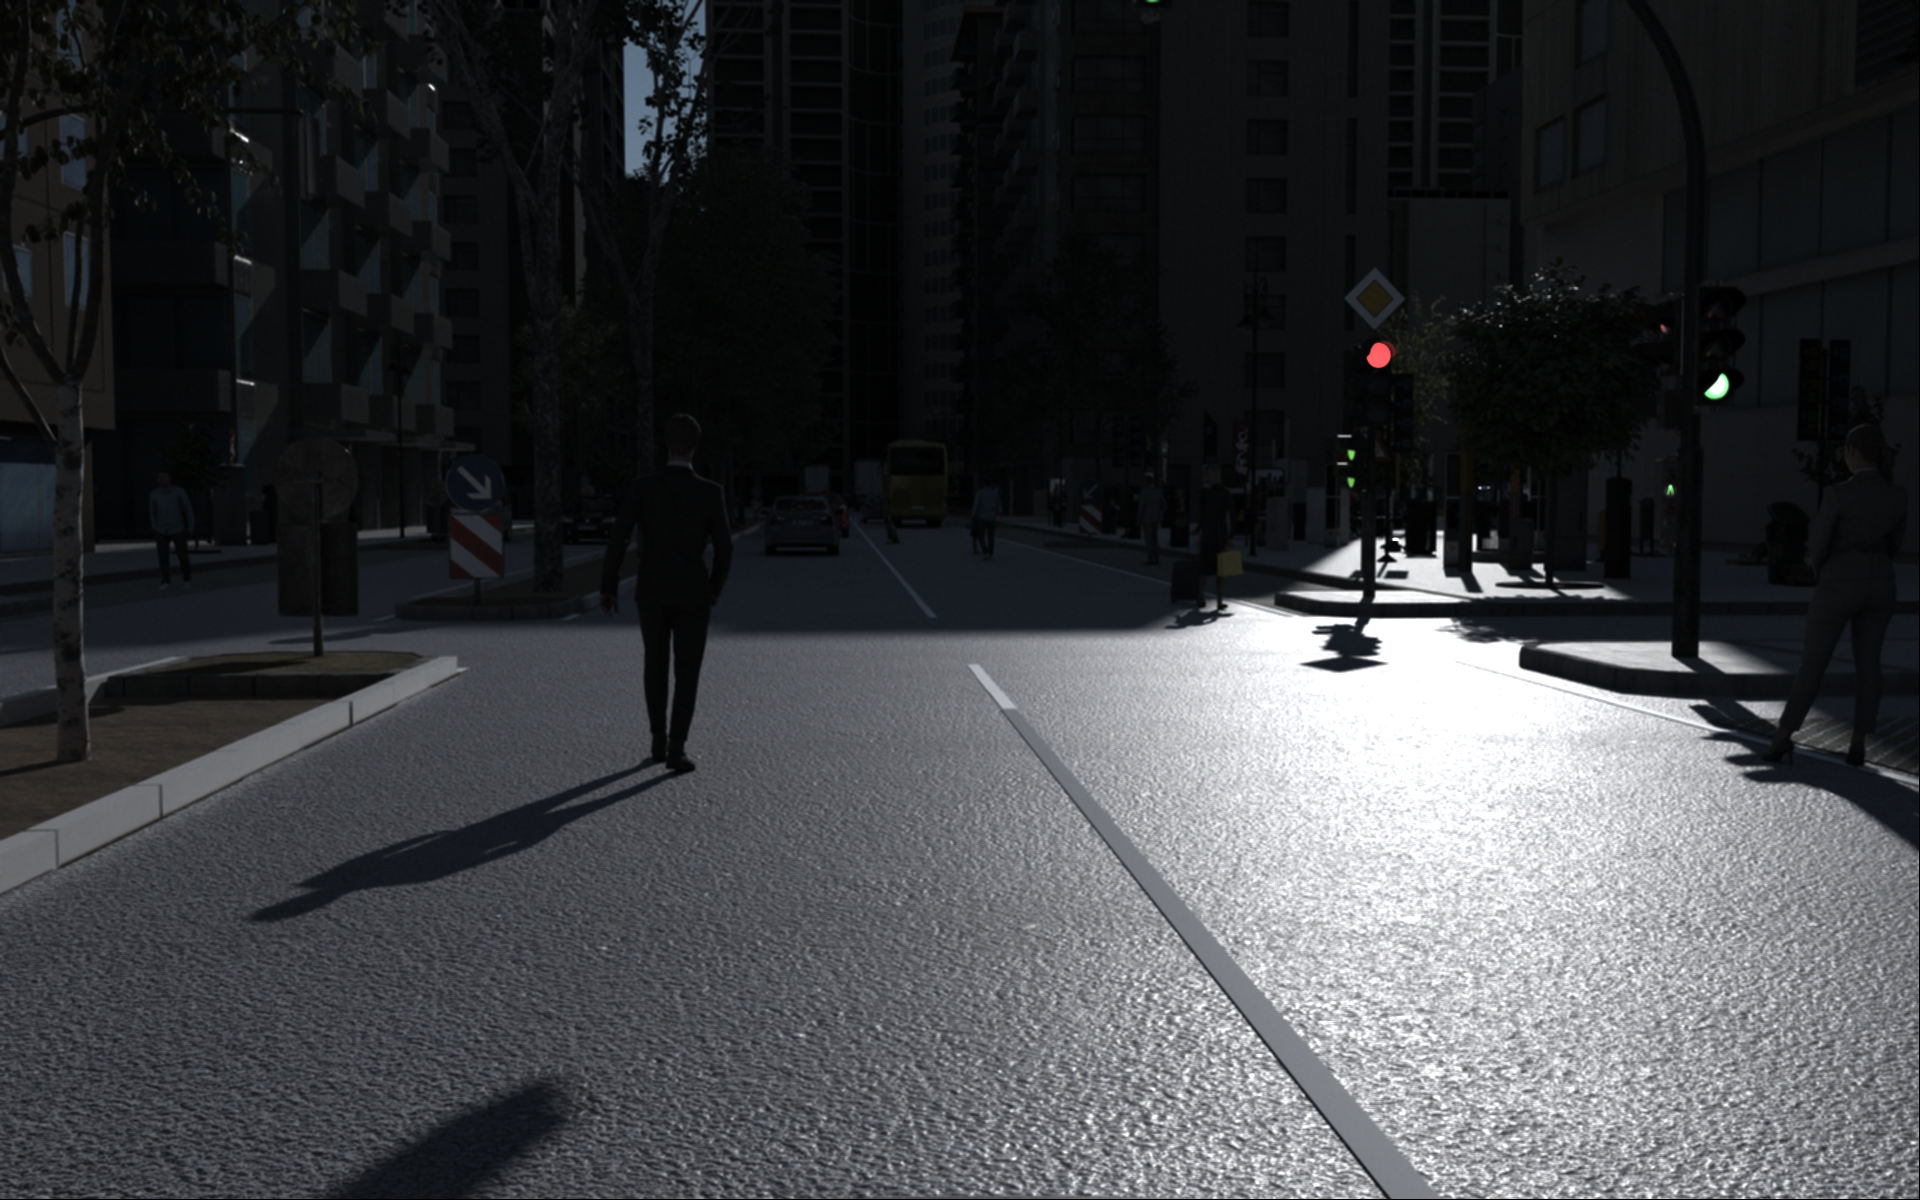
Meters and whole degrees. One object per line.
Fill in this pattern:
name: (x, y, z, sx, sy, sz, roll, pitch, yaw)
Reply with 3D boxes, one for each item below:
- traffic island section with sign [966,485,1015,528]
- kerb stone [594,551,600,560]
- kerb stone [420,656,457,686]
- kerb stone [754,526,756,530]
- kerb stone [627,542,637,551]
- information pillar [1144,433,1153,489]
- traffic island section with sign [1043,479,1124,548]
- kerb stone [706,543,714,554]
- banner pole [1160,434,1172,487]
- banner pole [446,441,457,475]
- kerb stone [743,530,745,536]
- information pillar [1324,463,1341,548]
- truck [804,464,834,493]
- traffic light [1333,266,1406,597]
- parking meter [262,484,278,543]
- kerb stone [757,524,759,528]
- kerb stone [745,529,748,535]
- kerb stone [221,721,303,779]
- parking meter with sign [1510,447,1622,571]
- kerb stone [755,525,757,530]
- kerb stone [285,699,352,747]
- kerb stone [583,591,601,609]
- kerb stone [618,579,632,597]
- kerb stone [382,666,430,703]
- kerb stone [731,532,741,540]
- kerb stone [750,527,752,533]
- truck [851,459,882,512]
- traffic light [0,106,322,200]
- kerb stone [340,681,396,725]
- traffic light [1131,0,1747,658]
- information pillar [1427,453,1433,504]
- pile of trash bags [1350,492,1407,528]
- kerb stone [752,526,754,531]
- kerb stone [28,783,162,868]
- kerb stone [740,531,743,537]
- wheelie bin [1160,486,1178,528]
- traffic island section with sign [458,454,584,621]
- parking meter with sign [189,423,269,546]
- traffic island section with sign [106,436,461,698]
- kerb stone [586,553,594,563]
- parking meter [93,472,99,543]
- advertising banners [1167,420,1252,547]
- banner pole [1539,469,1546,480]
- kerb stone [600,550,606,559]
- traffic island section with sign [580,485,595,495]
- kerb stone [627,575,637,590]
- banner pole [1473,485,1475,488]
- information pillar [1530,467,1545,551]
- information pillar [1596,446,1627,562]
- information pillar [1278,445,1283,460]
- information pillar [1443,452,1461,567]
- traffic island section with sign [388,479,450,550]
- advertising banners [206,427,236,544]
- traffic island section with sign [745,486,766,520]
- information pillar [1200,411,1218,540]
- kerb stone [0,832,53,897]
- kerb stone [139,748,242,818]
traffic island section with sign: (1.261, -3.957, 73.321, 1.989, 1.847, 2.006, 0, 4, -4)
kerb stone: (-7.913, -0.914, 37.146, 0.120, 0.150, 1.000, 0, 4, -4)
kerb stone: (-4.019, 0.552, 13.259, 0.120, 0.150, 1.000, 0, 4, -4)
kerb stone: (-7.959, -2.676, 65.942, 0.120, 0.150, 1.000, 0, 4, -4)
kerb stone: (-8.451, -1.348, 44.293, 0.120, 0.150, 1.000, 0, 4, -4)
information pillar: (7.299, -4.629, 67.037, 0.183, 3.616, 0.504, 3, 5, 41)
traffic island section with sign: (3.272, -2.313, 46.441, 1.989, 1.847, 2.006, 0, 4, -4)
kerb stone: (-6.275, -1.293, 43.433, 0.120, 0.150, 1.000, 0, 4, -4)
banner pole: (8.546, -4.994, 71.668, 0.401, 3.779, 0.863, 3, 5, 41)
banner pole: (-24.234, -5.656, 82.496, 0.401, 3.779, 0.863, 2, 4, 33)
kerb stone: (-7.350, -2.175, 57.765, 0.120, 0.150, 1.000, 0, 4, -4)
information pillar: (8.937, -2.266, 41.537, 0.304, 2.012, 0.304, 2, 4, 29)
truck: (-13.687, -10.915, 167.371, 2.839, 4.237, 11.283, 0, 4, -3)
traffic light: (5.093, -1.994, 21.529, 0.839, 4.253, 0.868, 0, 4, -4)
parking meter: (-18.076, -2.262, 45.399, 0.372, 1.533, 0.369, 0, 3, 0)
kerb stone: (-8.197, -2.863, 69.003, 0.120, 0.150, 1.000, 0, 4, -4)
kerb stone: (-7.499, -2.299, 59.805, 0.120, 0.150, 1.000, 0, 4, -4)
kerb stone: (-3.707, 0.797, 9.167, 0.120, 0.150, 1.000, 0, 4, -4)
parking meter with sign: (10.162, -2.004, 29.031, 1.738, 3.016, 0.543, 1, 4, 21)
kerb stone: (-8.035, -2.738, 66.961, 0.120, 0.150, 1.000, 0, 4, -4)
kerb stone: (-3.789, 0.735, 10.188, 0.120, 0.150, 1.000, 0, 4, -4)
kerb stone: (-4.673, 0.017, 21.961, 0.120, 0.150, 1.000, 0, 4, -4)
kerb stone: (-4.895, -0.174, 25.035, 0.120, 0.150, 1.000, 0, 4, -4)
kerb stone: (-3.937, 0.609, 12.234, 0.120, 0.150, 1.000, 0, 4, -4)
kerb stone: (-7.198, -2.051, 55.726, 0.120, 0.150, 1.000, 0, 4, -4)
kerb stone: (-7.736, -2.484, 62.876, 0.120, 0.150, 1.000, 0, 4, -4)
truck: (-7.500, -9.450, 143.413, 2.839, 4.237, 11.283, 0, 4, -5)
traffic light: (-9.990, -2.798, 20.421, 4.771, 5.953, 1.251, 0, 4, -4)
kerb stone: (-3.855, 0.672, 11.211, 0.120, 0.150, 1.000, 0, 4, -4)
traffic light: (3.611, -2.361, 13.269, 4.771, 5.953, 1.251, 0, 4, -4)
information pillar: (26.651, -6.538, 98.248, 0.504, 3.616, 0.183, -3, 5, -39)
pile of trash bags: (15.670, -3.445, 66.071, 1.912, 1.369, 3.447, -1, 4, -20)
kerb stone: (-7.884, -2.613, 64.922, 0.120, 0.150, 1.000, 0, 4, -4)
kerb stone: (-3.548, 0.922, 7.124, 0.120, 0.150, 1.000, 0, 4, -4)
kerb stone: (-7.277, -2.113, 56.745, 0.120, 0.150, 1.000, 0, 4, -4)
wheelie bin: (7.928, -3.502, 65.171, 0.980, 1.594, 0.693, 3, 5, 39)
traffic island section with sign: (-5.597, -0.756, 20.503, 2.006, 1.907, 1.989, 0, 4, -4)
parking meter with sign: (-18.148, -2.862, 43.060, 1.738, 3.016, 0.543, -3, 5, -43)
traffic island section with sign: (-5.053, -0.305, 13.116, 2.006, 1.907, 1.989, 0, 4, -4)
kerb stone: (-7.827, -0.850, 36.127, 0.120, 0.150, 1.000, 0, 4, -4)
parking meter: (-22.681, -2.416, 45.219, 0.255, 1.863, 0.399, -1, 4, -15)
advertising banners: (5.992, -2.765, 41.401, 2.074, 3.025, 0.090, 1, 4, 14)
banner pole: (12.707, -2.882, 37.131, 0.863, 3.779, 0.401, 1, 4, 23)
kerb stone: (-7.986, -0.977, 38.166, 0.120, 0.150, 1.000, 0, 4, -4)
traffic island section with sign: (-15.768, -3.959, 73.353, 1.989, 1.847, 2.006, 0, 4, -4)
kerb stone: (-4.977, -0.236, 26.056, 0.120, 0.150, 1.000, 0, 4, -4)
banner pole: (25.597, -5.944, 87.203, 0.401, 3.779, 0.863, -3, 4, -38)
information pillar: (13.047, -2.111, 39.010, 0.304, 2.012, 0.304, -2, 4, -23)
information pillar: (12.297, -2.526, 32.653, 0.504, 3.616, 0.183, 1, 4, 19)
information pillar: (13.956, -5.101, 74.758, 0.504, 3.616, 0.183, 0, 4, 6)
information pillar: (8.648, -1.583, 30.373, 0.304, 2.012, 0.304, 1, 4, 16)
traffic island section with sign: (-13.652, -2.232, 45.119, 1.989, 1.847, 2.006, 0, 4, -4)
advertising banners: (-19.124, -2.980, 44.905, 0.090, 3.025, 2.074, 0, 4, -2)
traffic island section with sign: (-11.229, -5.339, 95.431, 2.006, 1.907, 1.989, 0, 4, -4)
information pillar: (7.036, -3.512, 48.780, 0.504, 3.616, 0.183, -3, 4, -36)
kerb stone: (-3.469, 0.986, 6.098, 0.120, 0.150, 1.000, 0, 4, -4)
kerb stone: (-3.622, 0.859, 8.149, 0.120, 0.150, 1.000, 0, 4, -4)
